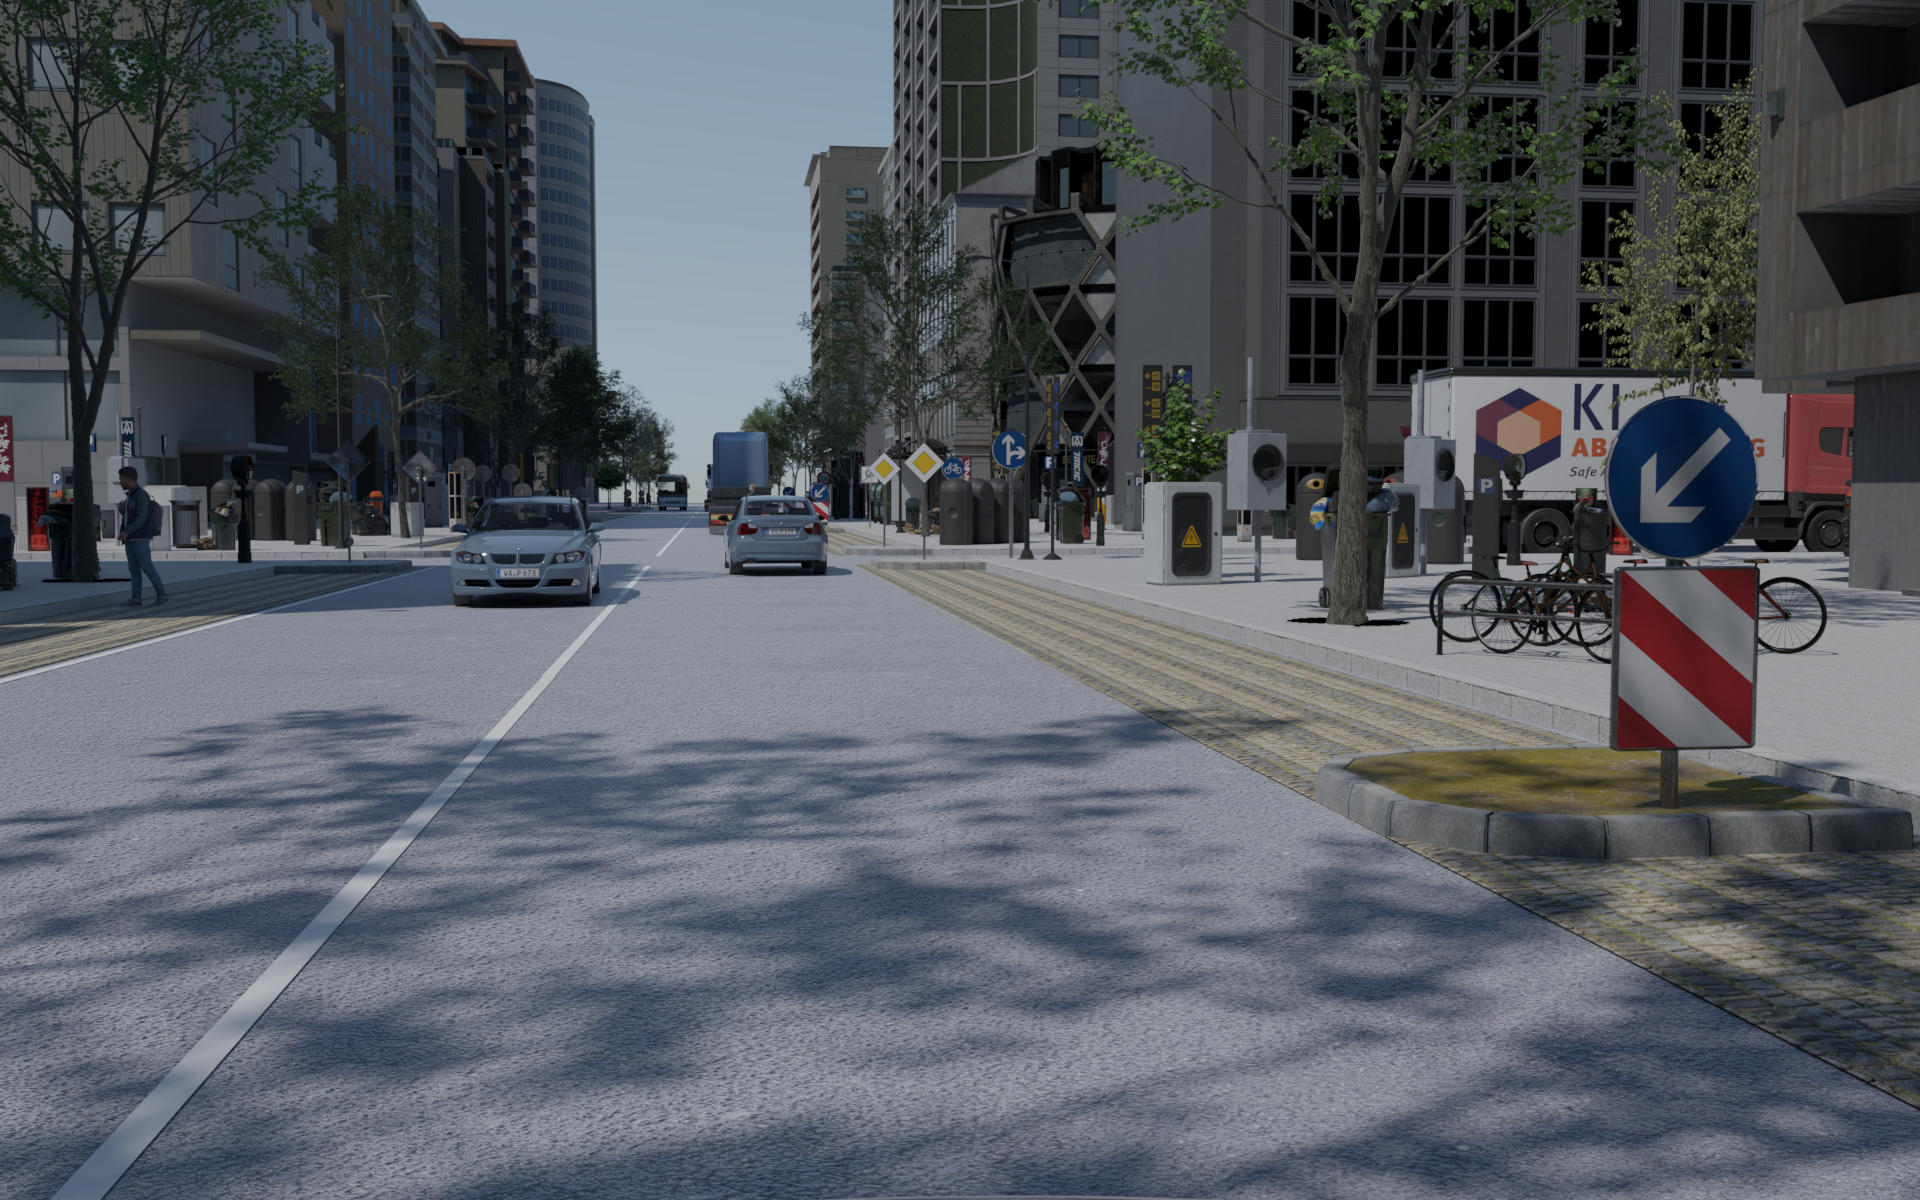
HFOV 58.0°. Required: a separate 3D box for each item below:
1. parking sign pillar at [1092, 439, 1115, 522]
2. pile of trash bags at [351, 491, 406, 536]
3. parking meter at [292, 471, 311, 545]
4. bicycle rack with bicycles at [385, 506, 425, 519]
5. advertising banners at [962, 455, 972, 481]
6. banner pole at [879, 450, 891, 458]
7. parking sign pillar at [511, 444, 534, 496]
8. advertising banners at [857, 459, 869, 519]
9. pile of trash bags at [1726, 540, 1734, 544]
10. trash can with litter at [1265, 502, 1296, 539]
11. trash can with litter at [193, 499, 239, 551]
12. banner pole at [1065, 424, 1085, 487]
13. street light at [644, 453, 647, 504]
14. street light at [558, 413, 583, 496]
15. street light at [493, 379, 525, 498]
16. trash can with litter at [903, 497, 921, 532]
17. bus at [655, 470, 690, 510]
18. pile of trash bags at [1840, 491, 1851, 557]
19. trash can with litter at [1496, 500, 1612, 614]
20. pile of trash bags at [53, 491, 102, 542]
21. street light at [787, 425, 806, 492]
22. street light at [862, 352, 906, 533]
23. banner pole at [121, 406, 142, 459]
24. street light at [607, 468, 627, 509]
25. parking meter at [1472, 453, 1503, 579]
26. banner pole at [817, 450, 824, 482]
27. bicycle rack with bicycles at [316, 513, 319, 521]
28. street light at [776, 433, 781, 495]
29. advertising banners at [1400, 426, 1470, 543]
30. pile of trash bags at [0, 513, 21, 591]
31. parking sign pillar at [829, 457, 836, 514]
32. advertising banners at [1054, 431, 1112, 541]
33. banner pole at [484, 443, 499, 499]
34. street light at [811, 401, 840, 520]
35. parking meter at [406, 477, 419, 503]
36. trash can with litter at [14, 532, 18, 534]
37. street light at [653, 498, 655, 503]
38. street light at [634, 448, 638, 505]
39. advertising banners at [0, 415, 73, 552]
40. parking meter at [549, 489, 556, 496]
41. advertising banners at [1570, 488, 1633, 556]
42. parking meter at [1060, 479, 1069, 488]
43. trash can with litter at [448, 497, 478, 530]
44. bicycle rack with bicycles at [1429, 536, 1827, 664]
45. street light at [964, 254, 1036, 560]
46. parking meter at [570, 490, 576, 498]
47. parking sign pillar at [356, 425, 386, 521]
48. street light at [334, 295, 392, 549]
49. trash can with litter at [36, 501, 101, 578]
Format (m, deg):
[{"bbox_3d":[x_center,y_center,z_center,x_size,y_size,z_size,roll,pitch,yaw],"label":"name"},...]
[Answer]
[{"bbox_3d":[6.870,-5.648,80.812,1.447,3.967,1.447,3,5,43],"label":"parking sign pillar"},{"bbox_3d":[-18.229,-2.739,54.538,1.912,1.369,3.447,-2,4,-25],"label":"pile of trash bags"},{"bbox_3d":[-16.567,-2.319,43.625,0.399,1.863,0.255,0,4,-4],"label":"parking meter"},{"bbox_3d":[-27.923,-4.538,87.584,2.925,0.926,2.852,-1,4,-12],"label":"bicycle rack with bicycles"},{"bbox_3d":[0.954,-4.992,77.803,2.074,3.025,0.090,2,4,32],"label":"advertising banners"},{"bbox_3d":[-4.329,-6.637,98.529,0.863,3.779,0.401,-1,4,-16],"label":"banner pole"},{"bbox_3d":[-22.653,-6.177,89.471,1.447,3.967,1.447,2,4,31],"label":"parking sign pillar"},{"bbox_3d":[-4.525,-5.602,87.775,0.090,3.025,2.074,3,4,39],"label":"advertising banners"},{"bbox_3d":[18.524,-2.198,45.697,3.447,1.369,1.912,1,4,20],"label":"pile of trash bags"},{"bbox_3d":[9.240,-2.324,49.392,1.055,1.170,0.624,-3,5,-44],"label":"trash can with litter"},{"bbox_3d":[-16.971,-1.714,39.414,1.055,1.170,0.624,1,4,13],"label":"trash can with litter"},{"bbox_3d":[4.023,-4.393,61.845,0.863,3.779,0.401,0,4,4],"label":"banner pole"},{"bbox_3d":[-36.428,-13.784,197.907,1.470,5.913,1.316,0,4,-8],"label":"street light"},{"bbox_3d":[-22.445,-7.756,99.353,1.470,5.913,1.316,0,4,-8],"label":"street light"},{"bbox_3d":[-18.235,-5.956,69.914,1.470,5.913,1.316,0,4,-8],"label":"street light"},{"bbox_3d":[-1.587,-2.896,58.736,0.624,1.170,1.055,0,4,6],"label":"trash can with litter"},{"bbox_3d":[-25.669,-9.781,154.779,2.948,3.499,13.247,-1,4,-9],"label":"bus"},{"bbox_3d":[18.979,-1.570,35.417,1.912,1.369,3.447,0,4,3],"label":"pile of trash bags"},{"bbox_3d":[6.646,-0.497,19.178,2.233,1.210,1.678,-2,4,-35],"label":"trash can with litter"},{"bbox_3d":[-23.855,-2.218,46.017,1.912,1.369,3.447,-2,4,-28],"label":"pile of trash bags"},{"bbox_3d":[-10.880,-8.768,115.901,1.470,5.913,1.316,0,4,-8],"label":"street light"},{"bbox_3d":[-2.497,-5.147,56.700,1.470,5.913,1.316,0,4,-8],"label":"street light"},{"bbox_3d":[-23.672,-3.644,49.598,0.863,3.779,0.401,1,4,9],"label":"banner pole"},{"bbox_3d":[-28.976,-10.570,145.356,1.470,5.913,1.316,0,4,-8],"label":"street light"},{"bbox_3d":[7.523,-1.161,24.699,0.399,1.863,0.255,1,4,21],"label":"parking meter"},{"bbox_3d":[-7.704,-6.579,97.585,0.401,3.779,0.863,0,4,-2],"label":"banner pole"},{"bbox_3d":[-24.001,-2.934,61.358,2.852,0.926,2.925,0,4,8],"label":"bicycle rack with bicycles"},{"bbox_3d":[-13.344,-9.799,132.756,1.470,5.913,1.316,0,4,-8],"label":"street light"},{"bbox_3d":[12.311,-2.980,44.912,2.074,3.025,0.090,-1,4,-16],"label":"advertising banners"},{"bbox_3d":[-13.384,-0.780,22.508,1.912,1.369,3.447,-1,4,-22],"label":"pile of trash bags"},{"bbox_3d":[-7.866,-7.485,110.845,1.447,3.967,1.447,0,4,-5],"label":"parking sign pillar"},{"bbox_3d":[3.413,-3.167,47.961,2.074,3.025,0.090,-3,4,-36],"label":"advertising banners"},{"bbox_3d":[-23.832,-5.993,88.001,0.863,3.779,0.401,-1,4,-9],"label":"banner pole"},{"bbox_3d":[-6.714,-6.967,86.455,1.470,5.913,1.316,0,4,-8],"label":"street light"},{"bbox_3d":[-18.409,-3.216,58.294,0.399,1.863,0.255,-3,4,-38],"label":"parking meter"},{"bbox_3d":[-30.771,-2.775,56.434,1.678,1.210,2.233,2,4,34],"label":"trash can with litter"},{"bbox_3d":[-40.641,-15.584,227.346,1.470,5.913,1.316,0,4,-8],"label":"street light"},{"bbox_3d":[-33.200,-12.392,175.155,1.470,5.913,1.316,0,4,-8],"label":"street light"},{"bbox_3d":[-20.550,-2.596,38.631,2.074,3.025,0.090,0,4,-5],"label":"advertising banners"},{"bbox_3d":[-21.764,-5.140,92.449,0.372,1.533,0.369,0,3,0],"label":"parking meter"},{"bbox_3d":[13.779,-2.440,36.082,2.074,3.025,0.090,3,5,40],"label":"advertising banners"},{"bbox_3d":[4.207,-3.887,69.266,0.399,1.863,0.255,-3,5,-43],"label":"parking meter"},{"bbox_3d":[-17.820,-3.100,62.074,0.624,1.170,1.055,2,4,25],"label":"trash can with litter"},{"bbox_3d":[5.050,-0.036,13.972,2.852,0.926,2.925,-3,5,-43],"label":"bicycle rack with bicycles"},{"bbox_3d":[0.776,-3.742,33.720,1.470,5.913,1.316,0,4,-8],"label":"street light"},{"bbox_3d":[-24.369,-6.157,109.085,0.372,1.533,0.369,0,3,0],"label":"parking meter"},{"bbox_3d":[-23.057,-4.847,67.719,1.447,3.967,1.447,3,4,36],"label":"parking sign pillar"},{"bbox_3d":[-13.945,-4.156,40.486,1.470,5.913,1.316,0,4,-8],"label":"street light"},{"bbox_3d":[-13.727,-0.939,26.742,0.624,1.170,1.055,0,4,-6],"label":"trash can with litter"}]
